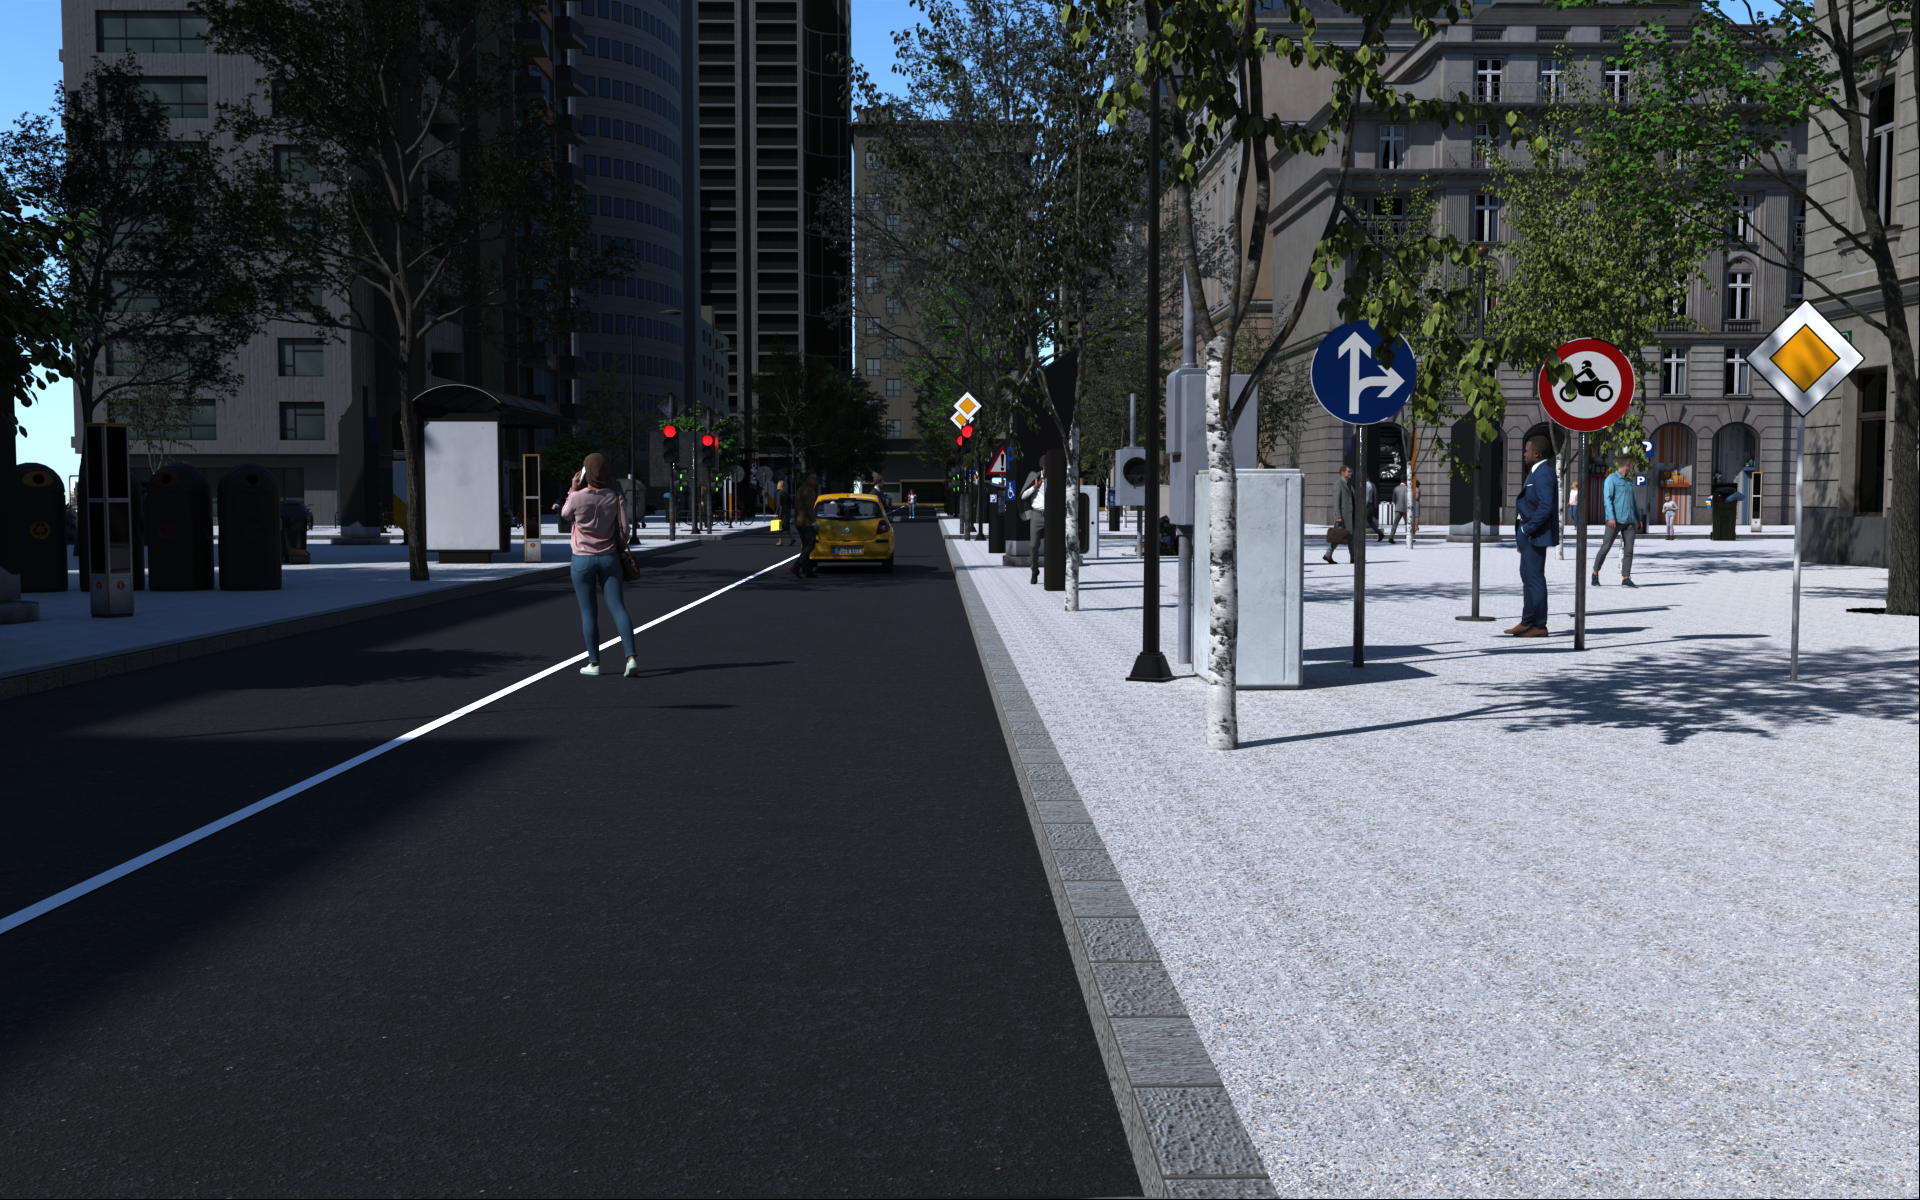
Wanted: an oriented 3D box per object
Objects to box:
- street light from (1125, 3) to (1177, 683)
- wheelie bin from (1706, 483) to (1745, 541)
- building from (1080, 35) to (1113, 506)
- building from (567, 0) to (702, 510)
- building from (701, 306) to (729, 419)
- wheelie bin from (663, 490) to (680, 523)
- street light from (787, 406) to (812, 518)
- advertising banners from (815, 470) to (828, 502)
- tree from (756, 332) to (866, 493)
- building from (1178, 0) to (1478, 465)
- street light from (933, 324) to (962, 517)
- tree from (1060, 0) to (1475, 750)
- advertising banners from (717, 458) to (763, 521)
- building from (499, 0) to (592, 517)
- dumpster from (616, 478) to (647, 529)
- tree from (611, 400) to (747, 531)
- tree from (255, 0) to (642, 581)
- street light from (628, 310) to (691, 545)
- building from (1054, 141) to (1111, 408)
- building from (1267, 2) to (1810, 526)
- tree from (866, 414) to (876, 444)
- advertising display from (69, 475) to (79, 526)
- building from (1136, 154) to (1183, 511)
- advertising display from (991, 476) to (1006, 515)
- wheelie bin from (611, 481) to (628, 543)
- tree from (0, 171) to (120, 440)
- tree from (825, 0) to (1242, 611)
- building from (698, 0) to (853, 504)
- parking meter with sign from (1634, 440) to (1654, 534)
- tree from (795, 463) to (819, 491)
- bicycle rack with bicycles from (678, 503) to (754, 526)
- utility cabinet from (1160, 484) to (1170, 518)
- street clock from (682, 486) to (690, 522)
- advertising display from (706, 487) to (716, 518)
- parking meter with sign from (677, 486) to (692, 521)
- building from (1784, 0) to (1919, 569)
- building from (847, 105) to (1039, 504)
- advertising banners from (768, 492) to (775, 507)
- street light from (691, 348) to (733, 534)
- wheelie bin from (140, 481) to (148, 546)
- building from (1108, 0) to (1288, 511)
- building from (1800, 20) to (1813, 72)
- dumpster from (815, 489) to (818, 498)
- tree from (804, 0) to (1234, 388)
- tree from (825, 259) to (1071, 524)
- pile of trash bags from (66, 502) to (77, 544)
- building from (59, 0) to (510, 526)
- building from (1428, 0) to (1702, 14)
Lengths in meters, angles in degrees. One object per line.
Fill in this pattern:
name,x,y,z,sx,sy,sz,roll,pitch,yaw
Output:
street light,0.777,-2.400,11.774,1.470,5.913,1.316,0,4,-1
wheelie bin,21.079,-2.434,47.705,0.980,1.594,0.693,1,4,20
building,23.784,-52.786,175.720,22.319,86.520,31.000,0,4,-1
building,-33.995,-36.822,144.035,21.231,58.520,28.212,0,4,-1
building,-39.873,-20.408,178.704,28.899,21.520,27.650,0,4,-1
wheelie bin,-12.819,-4.225,76.990,0.693,1.594,0.980,0,4,-6
street light,-8.531,-7.276,91.510,1.470,5.913,1.316,0,4,-1
advertising banners,-10.572,-7.887,125.135,2.074,3.025,0.090,-1,4,-11
tree,-9.900,-10.171,100.713,7.601,10.594,8.767,-1,4,-10
building,19.960,-18.955,95.823,13.634,28.700,20.117,0,4,-1
street light,0.027,-4.587,47.544,1.470,5.913,1.316,0,4,-1
tree,1.308,-3.540,8.246,4.737,8.622,4.395,0,3,0
advertising banners,-10.753,-5.377,84.103,2.074,3.025,0.090,-1,4,-9
building,-34.811,-27.475,103.840,22.147,44.769,28.867,0,4,-1
dumpster,-12.394,-3.587,64.405,1.264,1.857,1.865,0,4,-1
tree,-9.011,-4.697,60.508,4.285,4.588,4.351,0,3,0
tree,-8.338,-5.557,25.274,7.601,10.594,8.767,-2,4,-31
street light,-7.731,-4.361,43.843,1.470,5.913,1.316,0,4,-1
building,23.734,-37.621,238.805,21.600,48.544,21.300,0,4,-1
building,26.338,-14.310,75.765,24.055,21.916,13.314,0,4,-1
tree,-9.480,-10.922,112.995,8.767,10.594,7.601,0,4,6
advertising display,-30.063,-3.297,59.123,0.974,1.923,0.123,2,4,33
building,19.494,-19.647,118.498,12.463,27.353,25.104,0,4,-1
advertising display,1.537,-3.530,62.936,0.974,1.923,0.123,3,4,39
wheelie bin,-8.359,-2.022,40.972,0.980,1.594,0.693,-3,4,-37
tree,-7.898,-1.737,12.113,4.285,4.588,4.351,0,3,0
tree,1.011,-4.188,18.844,4.360,8.622,3.978,0,3,0
building,-25.469,-48.860,237.113,20.611,71.187,20.563,0,4,-1
parking meter with sign,21.909,-3.637,55.720,0.543,3.016,1.738,2,4,28
tree,-9.497,-6.899,107.398,1.663,3.219,1.824,0,3,0
bicycle rack with bicycles,-10.228,-3.498,70.579,2.925,0.926,2.852,2,4,33
utility cabinet,4.634,-1.876,39.355,0.318,1.500,1.173,0,4,5
street clock,-12.395,-4.522,78.497,0.358,2.002,0.471,-1,4,-9
advertising display,-12.854,-5.121,88.944,0.123,1.923,0.974,3,4,36
parking meter with sign,-12.979,-5.234,81.836,1.738,3.016,0.543,1,4,23
building,24.119,-14.330,10.717,17.030,29.872,44.131,0,4,-1
building,-1.227,-39.959,242.569,27.495,52.752,28.713,0,4,-1
advertising banners,-13.290,-7.722,122.449,2.074,3.025,0.090,-1,4,-11
street light,-7.915,-5.061,55.280,1.470,5.913,1.316,0,4,-1
wheelie bin,-20.430,-2.152,43.086,0.980,1.594,0.693,-1,4,-14
building,23.438,-36.985,146.710,21.231,58.520,28.212,0,4,-1
building,50.945,-16.978,74.847,25.104,27.353,12.463,0,4,-1
dumpster,-10.894,-7.377,123.100,1.502,2.255,1.985,0,4,-1
tree,1.359,-7.949,40.342,12.009,13.543,11.850,0,3,0
tree,0.934,-9.150,75.358,9.928,11.665,9.643,0,3,0
pile of trash bags,-24.249,-2.080,43.756,3.447,1.369,1.912,-2,4,-35
building,-28.428,-18.547,74.950,14.160,30.474,14.107,0,4,-1
building,59.481,-39.120,181.611,28.212,58.520,21.231,0,4,-1
